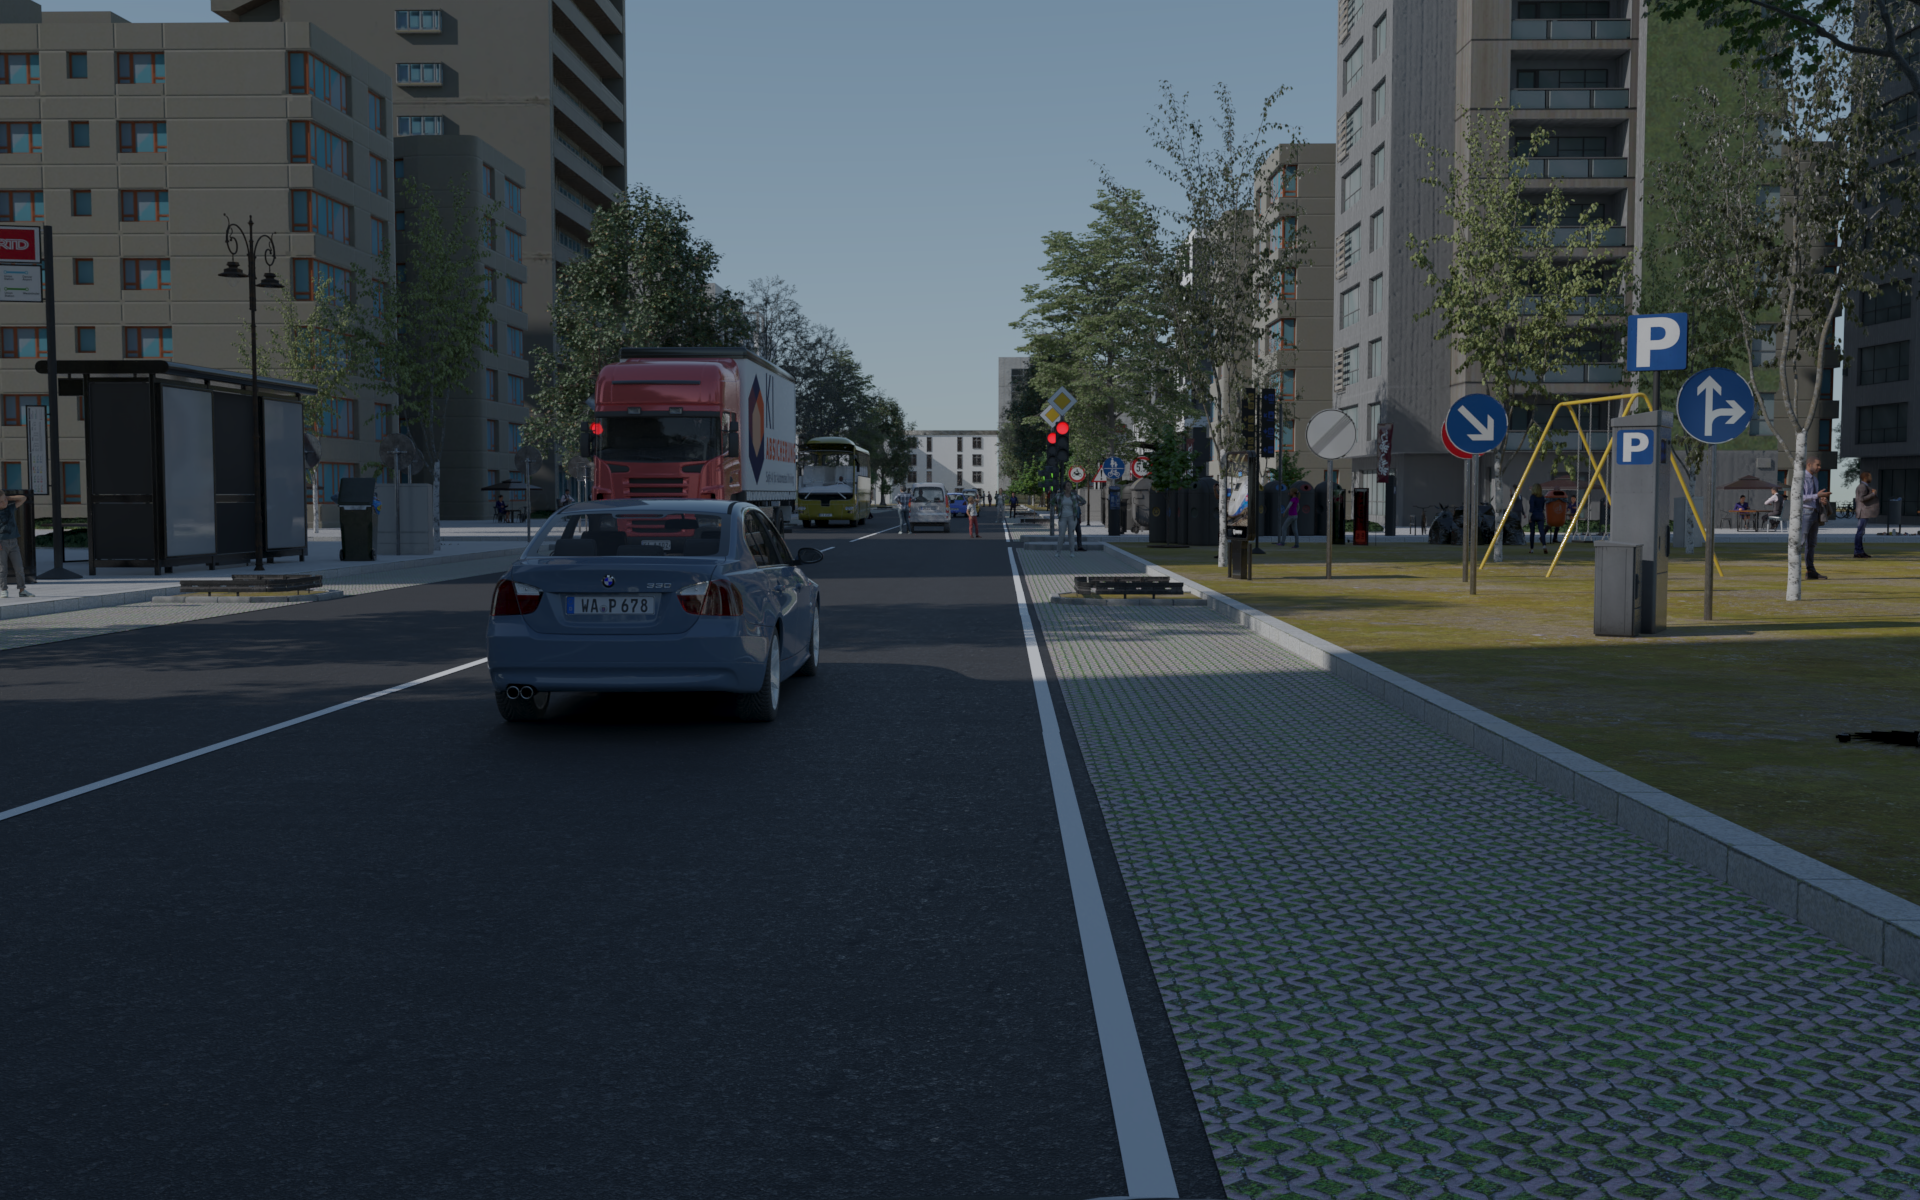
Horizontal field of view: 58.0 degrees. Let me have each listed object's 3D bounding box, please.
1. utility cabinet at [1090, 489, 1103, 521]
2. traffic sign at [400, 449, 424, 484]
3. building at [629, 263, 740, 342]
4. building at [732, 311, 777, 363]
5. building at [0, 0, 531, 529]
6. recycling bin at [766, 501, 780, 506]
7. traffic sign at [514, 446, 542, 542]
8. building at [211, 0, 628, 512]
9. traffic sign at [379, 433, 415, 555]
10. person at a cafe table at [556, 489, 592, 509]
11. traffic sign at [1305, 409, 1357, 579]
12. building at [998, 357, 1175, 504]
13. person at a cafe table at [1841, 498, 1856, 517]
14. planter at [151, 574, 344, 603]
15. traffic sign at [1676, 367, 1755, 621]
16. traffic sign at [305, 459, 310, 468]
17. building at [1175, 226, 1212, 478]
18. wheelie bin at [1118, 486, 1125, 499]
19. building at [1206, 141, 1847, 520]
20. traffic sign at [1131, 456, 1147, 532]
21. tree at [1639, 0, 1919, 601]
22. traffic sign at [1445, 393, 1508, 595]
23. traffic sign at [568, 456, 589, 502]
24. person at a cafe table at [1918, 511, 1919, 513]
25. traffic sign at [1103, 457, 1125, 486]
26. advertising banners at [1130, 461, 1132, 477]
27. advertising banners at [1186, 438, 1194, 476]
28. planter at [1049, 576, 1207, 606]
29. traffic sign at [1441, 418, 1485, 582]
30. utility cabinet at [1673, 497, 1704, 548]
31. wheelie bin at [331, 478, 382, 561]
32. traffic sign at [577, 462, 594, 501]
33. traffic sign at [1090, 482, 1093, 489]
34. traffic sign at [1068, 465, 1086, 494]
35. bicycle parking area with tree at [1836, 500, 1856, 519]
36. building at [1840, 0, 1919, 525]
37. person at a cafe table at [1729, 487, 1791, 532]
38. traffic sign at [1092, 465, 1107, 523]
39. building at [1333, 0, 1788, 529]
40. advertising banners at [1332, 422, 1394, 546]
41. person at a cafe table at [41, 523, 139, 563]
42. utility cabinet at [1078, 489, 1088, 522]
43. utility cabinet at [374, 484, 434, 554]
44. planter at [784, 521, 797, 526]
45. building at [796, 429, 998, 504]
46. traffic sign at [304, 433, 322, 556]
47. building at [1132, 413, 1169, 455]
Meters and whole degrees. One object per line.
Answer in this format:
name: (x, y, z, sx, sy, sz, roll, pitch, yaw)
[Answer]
utility cabinet: (6.427, -4.470, 81.765, 1.173, 1.500, 0.318, 0, 4, 0)
traffic sign: (-14.688, -2.823, 46.257, 0.768, 2.556, 0.104, 0, 4, 5)
building: (-28.830, -17.061, 145.404, 16.747, 18.905, 31.486, 0, 4, 1)
building: (-25.821, -20.145, 185.786, 11.380, 20.091, 16.016, 0, 4, 1)
building: (-37.241, -14.276, 78.454, 27.650, 21.520, 28.899, 0, 4, 1)
recycling bin: (-10.648, -5.272, 98.754, 0.722, 1.027, 0.722, 0, 4, -2)
traffic sign: (-11.446, -2.802, 45.920, 0.768, 2.556, 0.104, 0, 4, 6)
building: (-34.127, -29.789, 110.757, 21.300, 48.544, 21.600, 0, 4, 1)
traffic sign: (-11.744, -2.204, 36.139, 0.768, 2.556, 0.104, 0, 4, 4)
person at a cafe table: (-18.326, -4.490, 81.931, 1.622, 1.524, 1.698, 2, 4, 26)
traffic sign: (5.544, -1.581, 25.962, 0.768, 2.556, 0.104, 0, 4, 2)
building: (20.870, -22.331, 231.571, 31.486, 18.905, 16.747, 0, 4, 1)
person at a cafe table: (50.507, -5.292, 97.390, 1.698, 1.238, 1.726, 2, 4, 32)
planter: (-9.571, -0.151, 23.610, 1.991, 0.319, 1.994, 0, 4, 1)
traffic sign: (7.600, -1.065, 17.518, 0.768, 2.556, 0.104, 0, 4, 3)
traffic sign: (-13.830, -2.185, 35.722, 0.884, 2.594, 0.081, 0, 4, 6)
building: (32.128, -18.622, 148.446, 27.936, 21.610, 32.646, 0, 4, 1)
wheelie bin: (6.275, -3.690, 68.242, 0.980, 1.594, 0.693, 3, 4, 38)
building: (29.855, -15.582, 99.803, 27.650, 21.520, 28.899, 0, 4, 1)
traffic sign: (6.142, -3.564, 58.373, 0.768, 2.556, 0.104, 0, 4, 6)
tree: (10.158, -4.312, 20.865, 4.360, 8.622, 3.978, 0, 3, 0)
traffic sign: (6.546, -1.340, 22.021, 0.768, 2.556, 0.104, 1, 4, 9)
traffic sign: (-12.581, -3.494, 57.235, 0.768, 2.556, 0.104, 0, 4, 2)
person at a cafe table: (31.820, -2.747, 55.777, 1.698, 1.238, 1.726, 3, 5, 42)
traffic sign: (5.219, -3.592, 58.840, 0.768, 2.556, 0.104, 0, 4, 2)
advertising banners: (8.933, -5.676, 88.993, 0.090, 3.025, 2.074, 0, 4, -5)
advertising banners: (6.766, -3.522, 53.765, 0.090, 3.025, 2.074, 3, 4, 36)
planter: (2.188, -0.117, 23.059, 1.991, 0.319, 1.994, 0, 4, 1)
traffic sign: (7.355, -1.531, 25.133, 0.768, 2.556, 0.104, 0, 4, 8)
utility cabinet: (17.632, -1.883, 41.952, 1.020, 1.237, 0.306, -3, 5, -43)
wheelie bin: (-11.577, -1.552, 33.283, 0.980, 1.594, 0.693, 0, 4, -7)
traffic sign: (-11.987, -3.266, 55.532, 0.606, 2.300, 0.079, 0, 4, 6)
traffic sign: (9.721, -7.858, 128.478, 0.884, 2.594, 0.081, 0, 4, 8)
traffic sign: (5.078, -4.590, 75.160, 0.768, 2.556, 0.104, 0, 4, 4)
bicycle parking area with tree: (49.821, -6.251, 89.200, 9.016, 4.147, 8.231, 0, 4, 7)
building: (45.536, -18.167, 68.724, 14.107, 30.474, 14.160, 0, 4, 1)
person at a cafe table: (27.267, -3.063, 58.594, 1.698, 1.524, 1.622, -2, 4, -33)
traffic sign: (6.306, -4.723, 77.222, 0.884, 2.594, 0.081, 1, 4, 10)
building: (23.468, -23.629, 69.926, 14.086, 41.232, 14.154, 0, 4, 1)
advertising banners: (10.000, -2.877, 43.230, 0.090, 3.025, 2.074, -2, 4, -35)
person at a cafe table: (-16.086, -1.348, 32.903, 1.698, 1.238, 1.726, 1, 4, 14)
utility cabinet: (5.464, -4.324, 79.384, 0.318, 1.500, 1.173, 1, 4, 16)
utility cabinet: (-11.750, -1.705, 36.562, 1.173, 1.500, 0.318, 0, 4, 3)
planter: (-8.381, -3.485, 78.118, 1.991, 0.319, 1.994, 0, 4, 1)
building: (-8.990, -17.506, 228.377, 28.070, 9.664, 9.099, 0, 4, 1)
traffic sign: (-13.619, -2.195, 35.987, 0.768, 2.556, 0.104, 1, 4, 10)
building: (23.392, -14.505, 179.310, 9.099, 9.664, 28.070, 0, 4, 1)
